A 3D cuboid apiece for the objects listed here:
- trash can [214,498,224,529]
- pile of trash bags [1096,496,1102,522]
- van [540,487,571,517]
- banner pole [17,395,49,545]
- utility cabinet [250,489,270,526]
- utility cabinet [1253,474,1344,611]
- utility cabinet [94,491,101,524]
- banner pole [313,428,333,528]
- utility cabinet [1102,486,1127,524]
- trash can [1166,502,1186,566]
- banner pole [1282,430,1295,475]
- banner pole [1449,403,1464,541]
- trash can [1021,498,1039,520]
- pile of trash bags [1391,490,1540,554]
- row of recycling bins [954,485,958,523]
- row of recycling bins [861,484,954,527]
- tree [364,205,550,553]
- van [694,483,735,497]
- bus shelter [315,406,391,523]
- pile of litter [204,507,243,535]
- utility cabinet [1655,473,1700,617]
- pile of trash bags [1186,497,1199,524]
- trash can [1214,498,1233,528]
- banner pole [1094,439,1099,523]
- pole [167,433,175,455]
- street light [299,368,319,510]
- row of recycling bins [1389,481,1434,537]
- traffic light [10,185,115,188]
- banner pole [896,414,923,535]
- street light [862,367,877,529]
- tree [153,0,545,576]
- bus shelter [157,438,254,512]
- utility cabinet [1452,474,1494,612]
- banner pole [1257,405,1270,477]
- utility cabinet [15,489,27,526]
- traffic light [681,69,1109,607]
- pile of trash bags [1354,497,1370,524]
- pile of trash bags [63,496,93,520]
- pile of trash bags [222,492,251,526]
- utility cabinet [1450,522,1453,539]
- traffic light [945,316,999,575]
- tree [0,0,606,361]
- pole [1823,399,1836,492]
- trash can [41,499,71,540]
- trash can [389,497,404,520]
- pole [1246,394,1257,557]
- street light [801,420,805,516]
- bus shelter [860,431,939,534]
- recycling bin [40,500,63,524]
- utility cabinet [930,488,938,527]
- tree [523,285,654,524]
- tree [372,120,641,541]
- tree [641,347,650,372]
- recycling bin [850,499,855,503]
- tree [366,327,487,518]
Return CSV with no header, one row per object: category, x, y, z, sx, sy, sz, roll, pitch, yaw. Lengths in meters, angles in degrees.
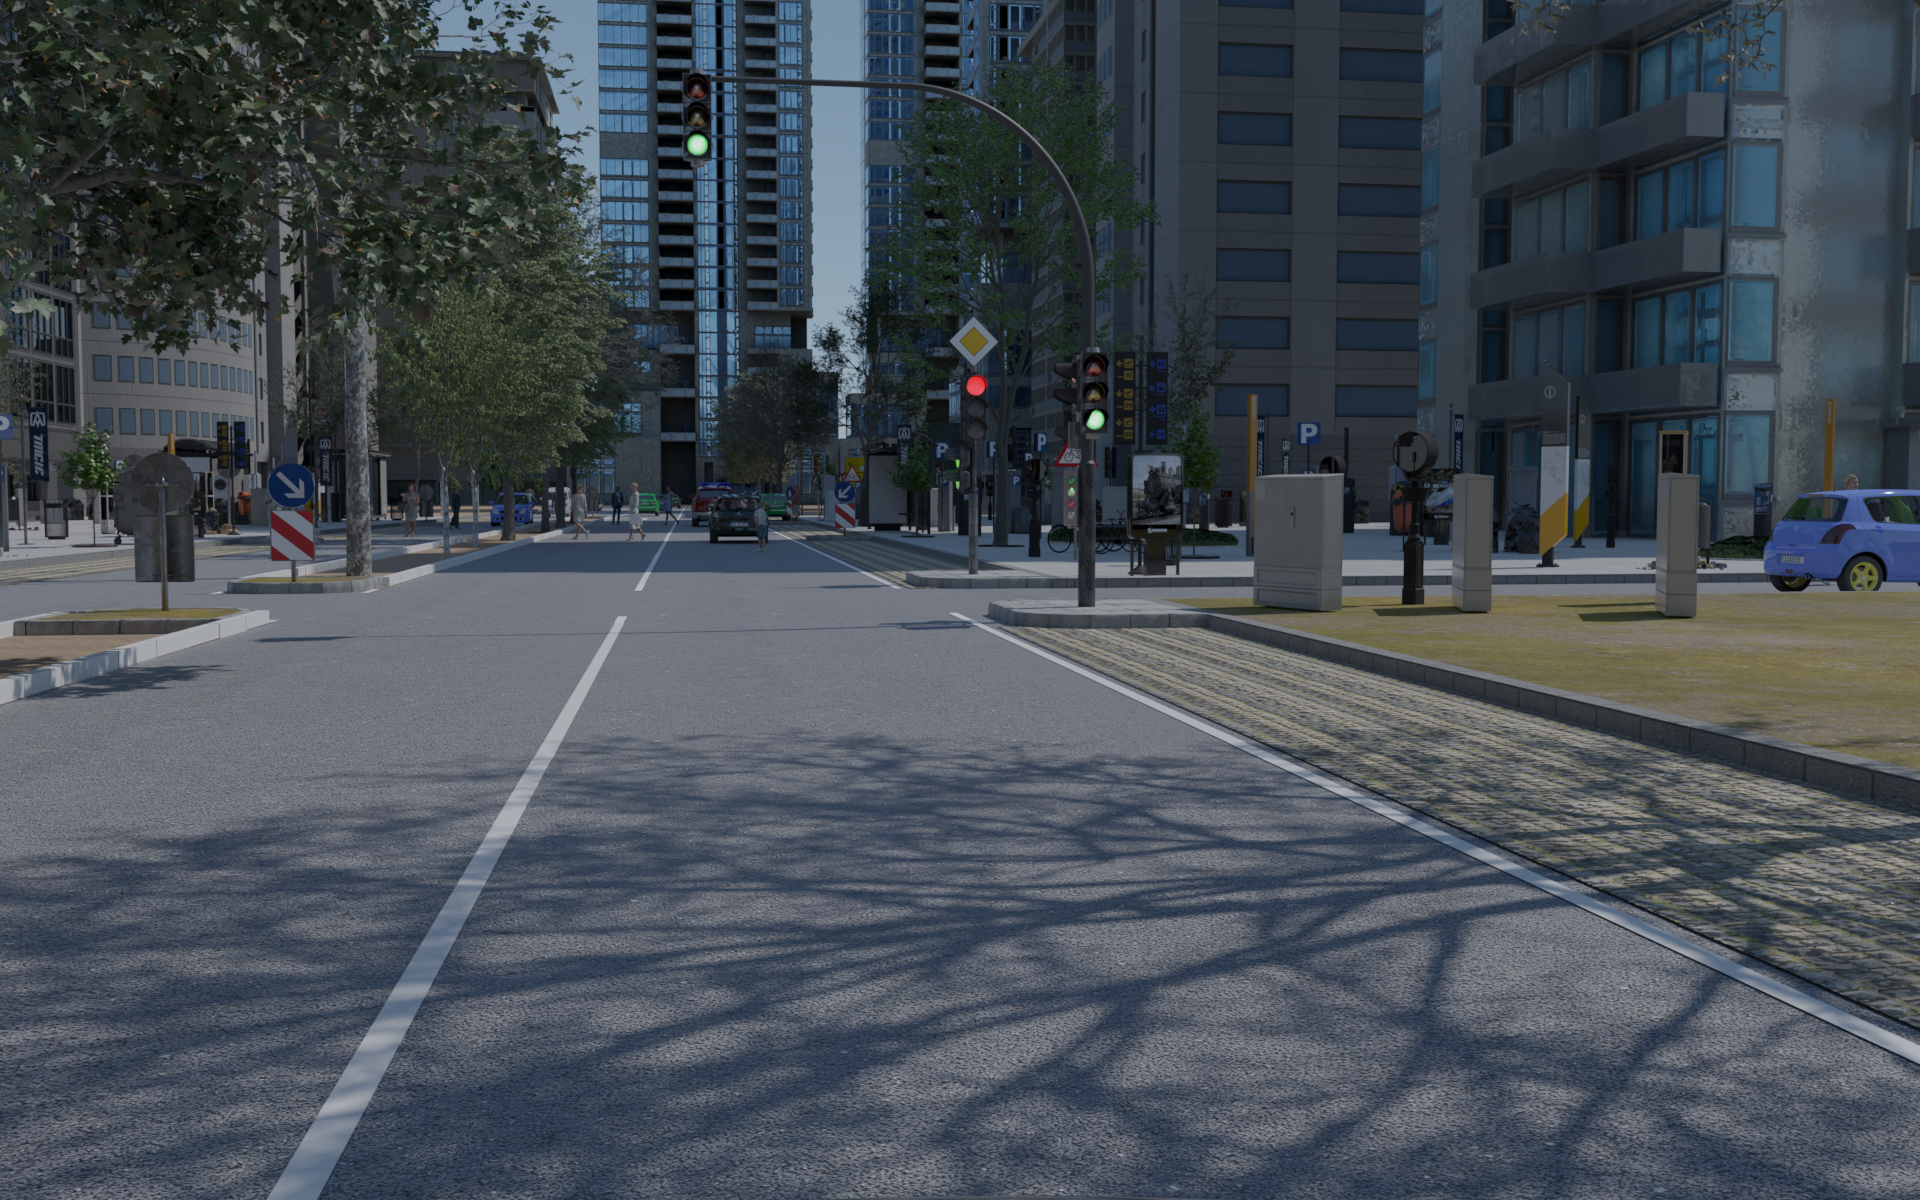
trash can,-26.113,-2.988,60.506,0.748,1.137,0.748,0,3,0
pile of trash bags,6.851,-4.287,79.849,1.912,1.369,3.447,2,4,28
van,-24.715,-6.079,106.410,2.013,2.044,4.112,0,4,-8
banner pole,-23.453,-3.290,43.816,0.863,3.779,0.401,0,4,-3
utility cabinet,-27.689,-3.693,69.060,1.173,1.500,0.318,1,4,18
utility cabinet,3.738,-0.646,19.243,0.318,1.500,1.173,-2,4,-28
utility cabinet,-36.833,-4.029,74.546,0.318,1.500,1.173,0,4,6
banner pole,-24.159,-4.621,65.574,0.863,3.779,0.401,-1,4,-11
utility cabinet,4.685,-2.576,50.804,0.318,1.500,1.173,-3,4,-37
trash can,3.680,-1.194,31.176,0.748,1.137,0.748,0,3,0
banner pole,12.887,-4.765,67.929,0.401,3.779,0.863,-2,4,-30
banner pole,13.620,-3.526,47.667,0.863,3.779,0.401,-3,5,-42
trash can,2.614,-3.226,64.396,0.748,1.137,0.748,0,3,0
pile of trash bags,11.280,-1.745,38.282,3.447,1.369,1.912,1,4,20
row of recycling bins,-0.462,-4.285,77.171,1.069,1.692,3.534,-2,4,-26
row of recycling bins,-2.170,-3.768,68.714,3.534,1.692,1.069,-1,4,-8
tree,-12.267,-5.403,41.163,4.737,8.622,4.395,0,3,0
van,-13.328,-5.502,94.340,2.240,2.365,5.245,-1,4,-9
bus shelter,-28.775,-6.382,81.973,2.179,5.291,8.768,-1,4,-9
pile of litter,-23.674,-2.534,55.395,1.176,0.858,1.719,2,4,33
utility cabinet,7.618,-0.593,18.381,0.318,1.500,1.173,1,4,17
pile of trash bags,9.195,-3.884,73.262,1.912,1.369,3.447,2,4,25
trash can,10.006,-3.315,65.859,0.748,1.137,0.748,0,3,0
banner pole,5.806,-5.321,77.015,0.863,3.779,0.401,-1,4,-21
pole,-26.389,-3.925,58.016,0.158,3.312,0.155,0,3,0
street light,-23.943,-5.570,63.856,0.468,5.910,1.993,-1,4,-9
row of recycling bins,14.131,-2.756,52.167,1.069,1.692,3.534,-1,4,-17
traffic light,-13.872,-3.102,25.383,4.771,5.953,1.251,-1,4,-9
banner pole,-1.596,-3.952,54.631,0.863,3.779,0.401,1,4,9
street light,-3.316,-5.531,63.228,0.468,5.910,1.993,-1,4,-9
tree,-11.808,-10.513,30.241,12.611,20.169,13.585,0,3,0
bus shelter,-28.473,-4.386,65.627,2.014,3.302,5.546,-1,4,-9
utility cabinet,5.677,-0.641,19.167,0.318,1.500,1.173,1,4,10
banner pole,8.509,-3.585,48.627,0.401,3.779,0.863,3,5,42
utility cabinet,-37.704,-3.722,69.528,0.318,1.500,1.173,-2,4,-34
traffic light,-0.642,-2.722,19.178,4.771,5.953,1.251,-1,4,-9
pile of trash bags,16.728,-3.981,74.840,1.912,1.369,3.447,1,4,13
pile of trash bags,-43.512,-4.586,84.728,3.447,1.369,1.912,-1,4,-21
pile of trash bags,-29.866,-3.733,70.783,3.447,1.369,1.912,3,5,42
utility cabinet,14.332,-2.329,49.233,0.306,1.237,1.020,-2,4,-27
traffic light,0.192,-2.361,27.528,0.839,4.253,0.868,-1,4,-9
tree,-7.560,-5.677,12.279,9.611,12.733,9.660,0,3,0
pole,18.677,-2.654,37.236,0.158,3.312,0.155,0,3,0
trash can,-25.471,-2.273,48.811,0.748,1.137,0.748,0,3,0
trash can,-27.395,-4.440,84.242,0.748,1.137,0.748,0,3,0
pole,5.980,-2.549,35.511,0.158,3.312,0.155,0,3,0
street light,-9.279,-7.888,101.751,0.468,5.910,1.993,-1,4,-9
bus shelter,-2.079,-3.913,57.896,2.014,3.302,5.546,-1,4,-9
recycling bin,-39.046,-3.785,74.434,0.722,1.027,0.722,-3,5,-44
utility cabinet,-0.892,-3.490,65.735,1.173,1.500,0.318,1,4,21
tree,-18.502,-9.472,83.087,9.928,11.665,9.643,0,3,0
tree,-13.958,-8.097,52.966,7.486,12.596,7.792,0,3,0
tree,-17.039,-9.335,73.218,7.486,12.596,7.792,0,3,0
recycling bin,-5.983,-5.245,98.309,0.722,1.027,0.722,1,4,15
tree,-28.456,-9.588,91.176,7.601,10.594,8.767,0,4,-7
